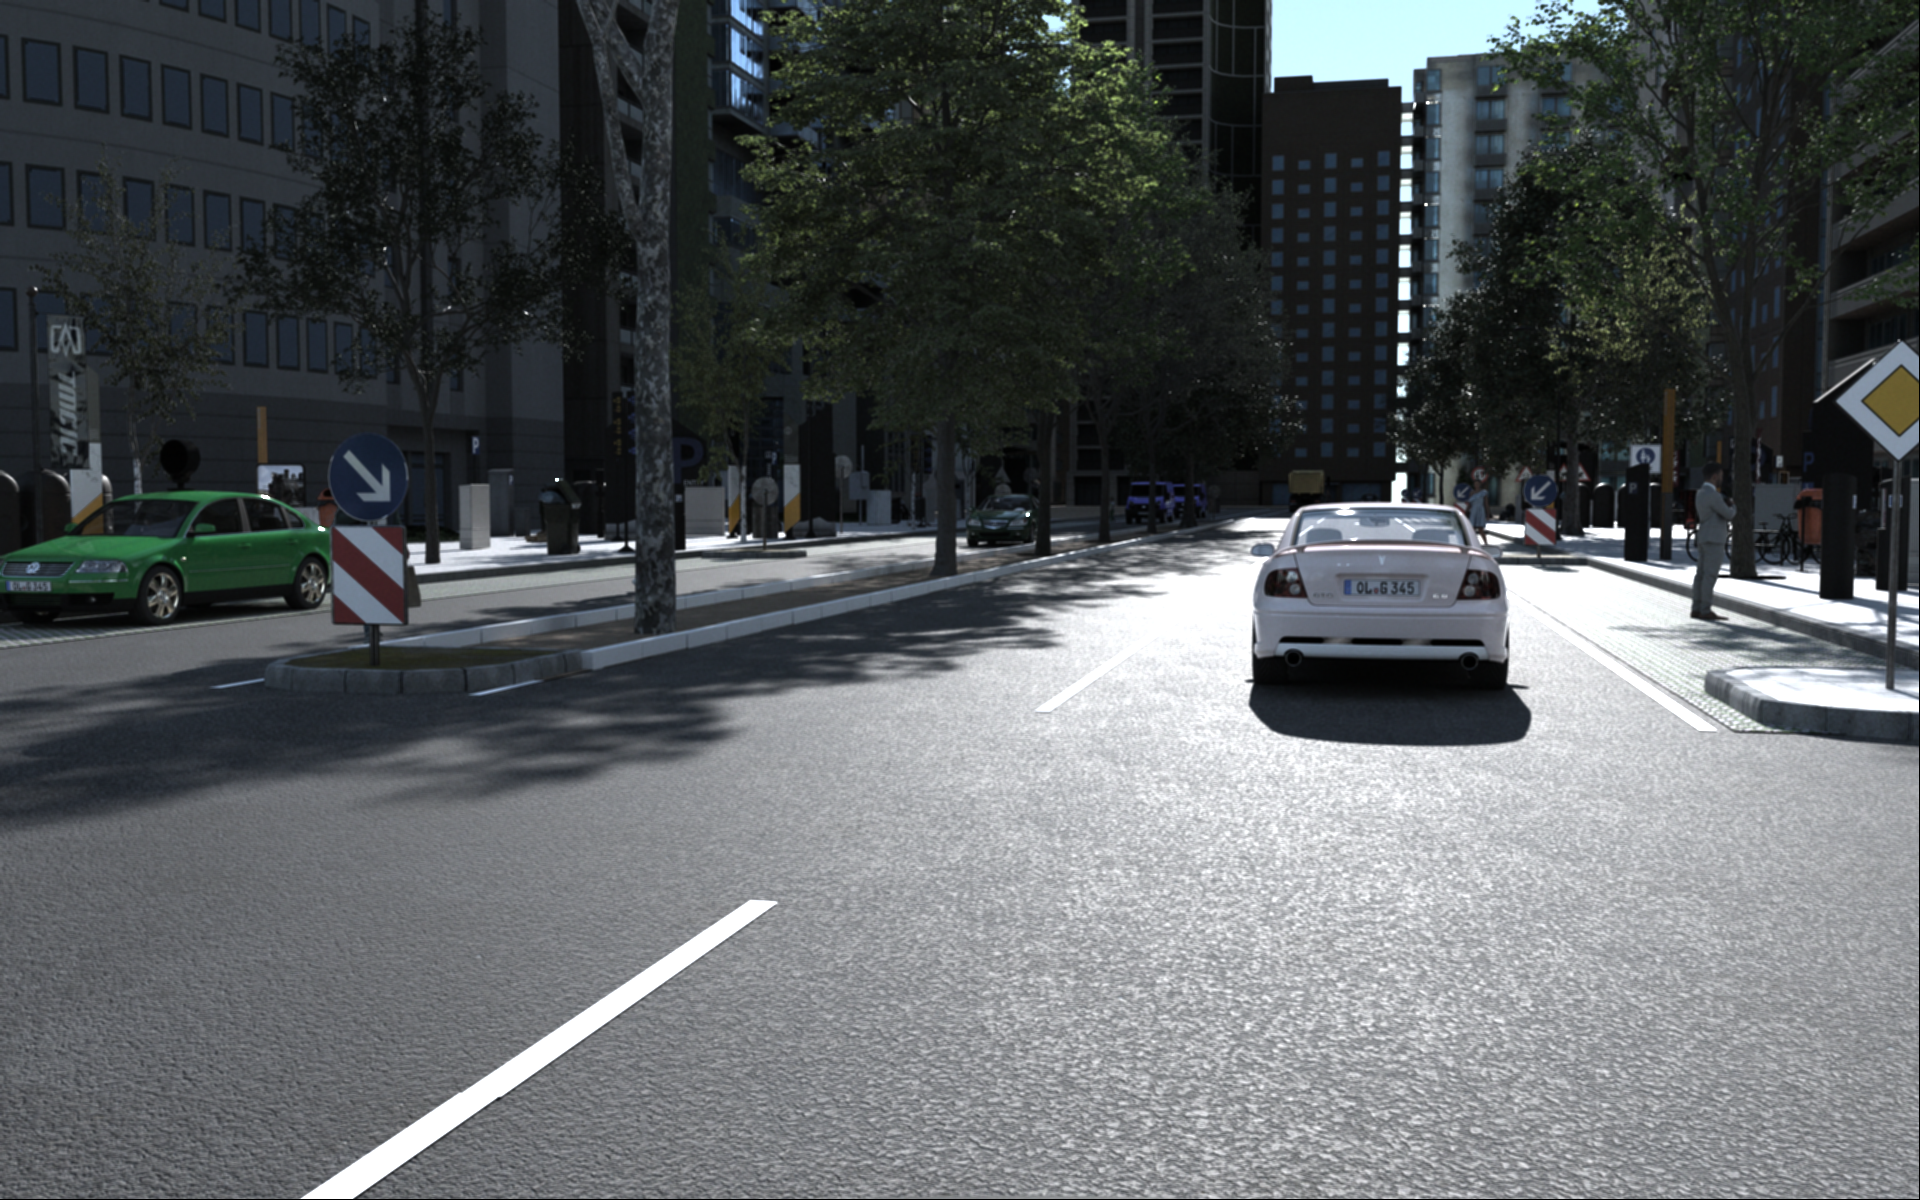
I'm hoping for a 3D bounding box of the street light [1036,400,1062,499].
[{"bbox_3d":[4.307,-6.864,84.766,1.470,5.913,1.316,1,4,13],"label":"street light"}]

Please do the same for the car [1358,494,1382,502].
[{"bbox_3d":[35.336,-8.531,149.270,2.009,1.686,4.222,1,4,13],"label":"car"}]

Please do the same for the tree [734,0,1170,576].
[{"bbox_3d":[-0.264,-6.715,30.382,7.486,12.596,7.792,0,3,0],"label":"tree"}]

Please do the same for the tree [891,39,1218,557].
[{"bbox_3d":[1.994,-6.805,39.479,9.928,11.665,9.643,0,3,0],"label":"tree"}]

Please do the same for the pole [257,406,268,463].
[{"bbox_3d":[-16.243,-2.846,40.371,0.158,3.312,0.155,0,3,0],"label":"pole"}]

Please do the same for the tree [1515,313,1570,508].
[{"bbox_3d":[22.020,-7.113,66.661,4.737,8.622,4.395,0,3,0],"label":"tree"}]

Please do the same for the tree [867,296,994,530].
[{"bbox_3d":[-1.647,-6.833,62.078,4.737,8.622,4.395,0,3,0],"label":"tree"}]

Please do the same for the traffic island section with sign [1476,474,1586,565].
[{"bbox_3d":[11.752,-1.653,35.650,1.989,1.847,2.006,1,4,13],"label":"traffic island section with sign"}]

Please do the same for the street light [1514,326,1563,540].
[{"bbox_3d":[16.024,-4.616,48.008,1.470,5.913,1.316,1,4,13],"label":"street light"}]

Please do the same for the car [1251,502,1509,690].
[{"bbox_3d":[3.408,-0.113,14.211,2.083,1.381,4.827,1,4,12],"label":"car"}]

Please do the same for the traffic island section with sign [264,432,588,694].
[{"bbox_3d":[-4.237,-0.325,13.443,2.006,1.907,1.989,1,4,13],"label":"traffic island section with sign"}]

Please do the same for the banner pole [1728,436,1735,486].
[{"bbox_3d":[29.433,-4.610,65.383,0.863,3.779,0.401,1,4,12],"label":"banner pole"}]

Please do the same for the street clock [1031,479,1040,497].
[{"bbox_3d":[3.625,-4.789,82.871,0.471,2.002,0.358,0,4,7],"label":"street clock"}]

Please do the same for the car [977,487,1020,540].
[{"bbox_3d":[1.611,-2.743,54.640,2.009,1.686,4.222,1,4,12],"label":"car"}]

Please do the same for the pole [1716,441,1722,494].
[{"bbox_3d":[29.028,-4.431,66.289,0.158,3.312,0.155,0,3,0],"label":"pole"}]

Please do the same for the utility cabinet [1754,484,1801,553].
[{"bbox_3d":[17.874,-1.780,37.789,0.318,1.500,1.173,-1,4,-16],"label":"utility cabinet"}]

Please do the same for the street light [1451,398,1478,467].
[{"bbox_3d":[24.218,-6.759,83.055,1.470,5.913,1.316,1,4,13],"label":"street light"}]

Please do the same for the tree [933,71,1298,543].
[{"bbox_3d":[4.238,-8.405,50.242,12.009,13.543,11.850,0,3,0],"label":"tree"}]

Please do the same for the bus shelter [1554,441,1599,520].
[{"bbox_3d":[27.994,-5.384,79.319,1.731,3.624,6.357,1,4,13],"label":"bus shelter"}]

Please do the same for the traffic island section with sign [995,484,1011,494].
[{"bbox_3d":[1.582,-3.494,65.751,1.989,1.847,2.006,1,4,13],"label":"traffic island section with sign"}]

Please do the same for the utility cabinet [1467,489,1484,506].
[{"bbox_3d":[24.350,-4.470,81.761,0.318,1.500,1.173,3,5,44],"label":"utility cabinet"}]

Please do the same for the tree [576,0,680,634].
[{"bbox_3d":[-4.121,-9.782,18.282,12.611,20.169,13.585,0,3,0],"label":"tree"}]

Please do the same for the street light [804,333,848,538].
[{"bbox_3d":[-3.819,-4.747,50.147,1.470,5.913,1.316,1,4,13],"label":"street light"}]

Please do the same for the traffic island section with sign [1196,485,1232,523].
[{"bbox_3d":[12.648,-4.803,86.667,2.006,1.907,1.989,1,4,13],"label":"traffic island section with sign"}]

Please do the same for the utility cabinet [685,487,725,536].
[{"bbox_3d":[-7.757,-2.691,52.679,1.173,1.500,0.318,0,4,4],"label":"utility cabinet"}]

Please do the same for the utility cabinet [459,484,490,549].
[{"bbox_3d":[-11.285,-1.931,40.246,0.318,1.500,1.173,0,4,5],"label":"utility cabinet"}]

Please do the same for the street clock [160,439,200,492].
[{"bbox_3d":[-10.385,-1.134,23.108,0.471,2.002,0.358,1,4,18],"label":"street clock"}]

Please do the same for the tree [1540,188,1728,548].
[{"bbox_3d":[16.033,-5.529,40.769,4.360,8.622,3.978,0,3,0],"label":"tree"}]

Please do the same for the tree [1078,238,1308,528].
[{"bbox_3d":[9.647,-9.366,72.602,9.611,12.733,9.660,0,3,0],"label":"tree"}]

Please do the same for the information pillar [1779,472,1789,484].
[{"bbox_3d":[26.993,-3.198,56.782,0.304,2.012,0.304,2,4,27],"label":"information pillar"}]

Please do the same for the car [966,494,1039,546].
[{"bbox_3d":[1.410,-2.277,49.029,2.131,1.459,4.920,1,4,12],"label":"car"}]

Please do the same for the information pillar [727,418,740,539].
[{"bbox_3d":[-6.555,-3.595,50.138,0.183,3.616,0.504,2,4,26],"label":"information pillar"}]

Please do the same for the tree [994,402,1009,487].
[{"bbox_3d":[0.352,-7.648,75.403,4.737,8.622,4.395,0,3,0],"label":"tree"}]

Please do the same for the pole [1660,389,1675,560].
[{"bbox_3d":[13.748,-2.435,33.649,0.158,3.312,0.155,0,3,0],"label":"pole"}]

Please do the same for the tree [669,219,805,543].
[{"bbox_3d":[-5.921,-5.812,45.389,4.737,8.622,4.395,0,3,0],"label":"tree"}]

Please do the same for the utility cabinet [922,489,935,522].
[{"bbox_3d":[-1.460,-4.256,78.271,0.318,1.500,1.173,1,4,16],"label":"utility cabinet"}]

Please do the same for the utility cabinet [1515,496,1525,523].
[{"bbox_3d":[24.807,-3.944,75.640,1.020,1.237,0.306,1,4,13],"label":"utility cabinet"}]

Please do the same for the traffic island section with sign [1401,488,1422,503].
[{"bbox_3d":[29.112,-6.252,110.847,1.989,1.847,2.006,1,4,13],"label":"traffic island section with sign"}]

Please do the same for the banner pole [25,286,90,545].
[{"bbox_3d":[-11.043,-1.905,21.158,0.401,3.779,0.863,3,4,38],"label":"banner pole"}]

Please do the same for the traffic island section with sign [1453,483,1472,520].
[{"bbox_3d":[17.813,-3.259,61.918,1.989,1.847,2.006,1,4,13],"label":"traffic island section with sign"}]

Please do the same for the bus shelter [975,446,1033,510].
[{"bbox_3d":[2.251,-5.840,86.768,1.731,3.624,6.357,1,4,13],"label":"bus shelter"}]

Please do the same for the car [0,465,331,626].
[{"bbox_3d":[-9.157,-0.701,20.255,1.959,1.807,4.718,1,4,13],"label":"car"}]

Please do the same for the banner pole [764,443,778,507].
[{"bbox_3d":[-9.123,-5.756,84.133,0.863,3.779,0.401,-2,4,-27],"label":"banner pole"}]

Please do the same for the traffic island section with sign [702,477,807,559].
[{"bbox_3d":[-4.556,-1.865,39.117,1.989,1.847,2.006,1,4,13],"label":"traffic island section with sign"}]

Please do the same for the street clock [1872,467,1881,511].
[{"bbox_3d":[24.355,-2.536,46.033,0.358,2.002,0.471,-1,4,-17],"label":"street clock"}]

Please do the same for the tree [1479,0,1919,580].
[{"bbox_3d":[11.858,-6.139,26.130,9.928,11.665,9.643,0,3,0],"label":"tree"}]

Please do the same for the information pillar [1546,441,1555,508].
[{"bbox_3d":[20.599,-4.226,60.447,0.183,3.616,0.504,3,5,44],"label":"information pillar"}]

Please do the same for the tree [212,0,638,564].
[{"bbox_3d":[-9.677,-5.971,32.039,8.767,10.594,7.601,0,4,7],"label":"tree"}]

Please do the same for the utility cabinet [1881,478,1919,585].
[{"bbox_3d":[13.478,-0.946,24.139,0.318,1.500,1.173,-2,4,-31],"label":"utility cabinet"}]

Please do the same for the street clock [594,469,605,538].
[{"bbox_3d":[-10.524,-2.821,50.694,0.358,2.002,0.471,-1,4,-9],"label":"street clock"}]

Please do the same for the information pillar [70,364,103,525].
[{"bbox_3d":[-14.143,-2.240,27.984,0.183,3.616,0.504,3,4,39],"label":"information pillar"}]

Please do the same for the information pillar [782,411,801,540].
[{"bbox_3d":[-4.731,-3.503,48.635,0.504,3.616,0.183,1,4,18],"label":"information pillar"}]

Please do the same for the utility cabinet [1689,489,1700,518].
[{"bbox_3d":[33.606,-4.261,78.343,1.173,1.500,0.318,2,4,26],"label":"utility cabinet"}]
